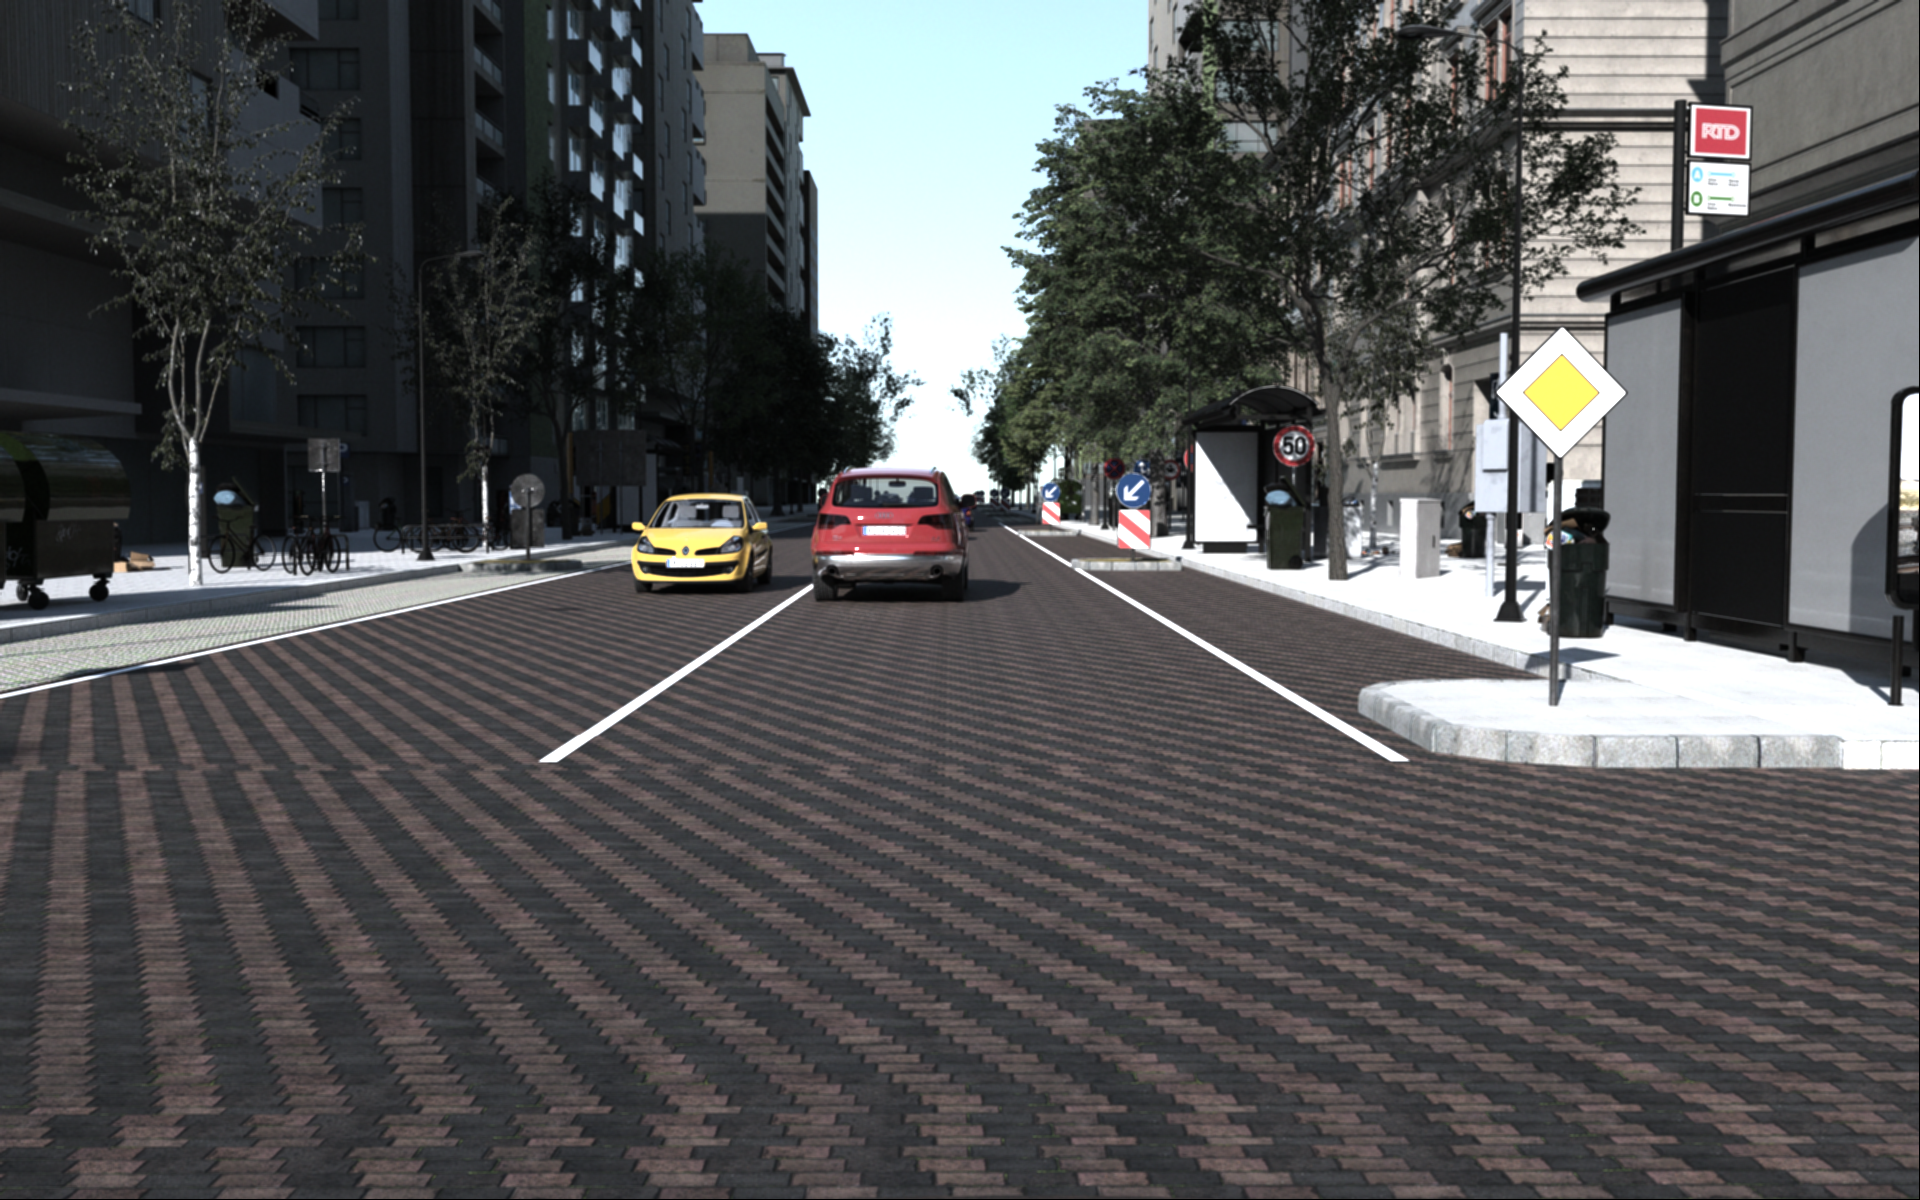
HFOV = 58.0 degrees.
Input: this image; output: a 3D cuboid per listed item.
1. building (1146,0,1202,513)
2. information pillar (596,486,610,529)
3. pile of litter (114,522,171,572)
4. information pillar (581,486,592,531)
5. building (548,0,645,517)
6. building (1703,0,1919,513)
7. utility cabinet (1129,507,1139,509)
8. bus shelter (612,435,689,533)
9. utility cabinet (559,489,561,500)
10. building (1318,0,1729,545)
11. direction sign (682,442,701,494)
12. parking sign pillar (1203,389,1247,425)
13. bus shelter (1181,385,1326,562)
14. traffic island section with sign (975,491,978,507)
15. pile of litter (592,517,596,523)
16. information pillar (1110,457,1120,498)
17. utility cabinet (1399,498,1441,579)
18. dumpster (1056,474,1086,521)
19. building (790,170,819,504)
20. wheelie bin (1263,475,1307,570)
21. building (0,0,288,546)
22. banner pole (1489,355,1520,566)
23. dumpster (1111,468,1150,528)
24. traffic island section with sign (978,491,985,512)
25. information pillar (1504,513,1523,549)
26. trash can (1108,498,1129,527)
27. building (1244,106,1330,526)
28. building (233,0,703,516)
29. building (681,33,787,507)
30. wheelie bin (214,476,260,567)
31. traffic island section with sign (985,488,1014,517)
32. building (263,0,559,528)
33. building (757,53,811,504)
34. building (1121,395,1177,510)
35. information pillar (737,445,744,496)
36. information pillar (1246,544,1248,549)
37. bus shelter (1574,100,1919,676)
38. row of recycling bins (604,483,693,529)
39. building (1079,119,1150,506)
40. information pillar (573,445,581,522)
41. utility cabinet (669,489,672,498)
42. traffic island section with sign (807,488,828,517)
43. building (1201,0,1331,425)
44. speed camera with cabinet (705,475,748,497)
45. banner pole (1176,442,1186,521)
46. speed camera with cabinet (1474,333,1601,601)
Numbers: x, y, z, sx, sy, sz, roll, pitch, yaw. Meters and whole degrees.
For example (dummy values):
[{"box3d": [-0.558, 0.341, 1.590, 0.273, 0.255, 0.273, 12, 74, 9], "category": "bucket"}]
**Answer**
[{"box3d": [27.255, -32.150, 114.886, 28.713, 52.752, 27.495, 0, 4, 0], "category": "building"}, {"box3d": [-12.991, -4.379, 62.952, 0.504, 3.616, 0.183, -2, 4, -26], "category": "information pillar"}, {"box3d": [-13.989, -0.909, 28.829, 1.719, 0.858, 1.176, -3, 5, -43], "category": "pile of litter"}, {"box3d": [-13.011, -3.413, 60.290, 0.304, 2.012, 0.304, -2, 4, -28], "category": "information pillar"}, {"box3d": [-30.996, -29.414, 100.521, 23.786, 49.044, 30.456, 0, 4, 0], "category": "building"}, {"box3d": [28.741, -11.754, 25.469, 30.059, 22.955, 16.112, 0, 4, 0], "category": "building"}, {"box3d": [6.152, -2.862, 57.962, 1.020, 1.237, 0.306, -2, 4, -28], "category": "utility cabinet"}, {"box3d": [-10.808, -4.042, 60.006, 2.014, 3.302, 5.546, 0, 4, 0], "category": "bus shelter"}, {"box3d": [-19.292, -4.559, 83.215, 1.173, 1.500, 0.318, 0, 4, 3], "category": "utility cabinet"}, {"box3d": [20.067, -16.307, 54.012, 14.401, 28.519, 23.554, 0, 4, 0], "category": "building"}, {"box3d": [-11.644, -5.103, 75.438, 0.876, 3.537, 0.379, -1, 4, -9], "category": "direction sign"}, {"box3d": [6.878, -3.476, 45.298, 1.447, 3.967, 1.447, -3, 5, -40], "category": "parking sign pillar"}, {"box3d": [5.815, -2.507, 34.913, 2.014, 3.302, 5.546, 0, 4, 0], "category": "bus shelter"}, {"box3d": [2.298, -11.239, 192.386, 1.989, 1.847, 2.006, 0, 4, 0], "category": "traffic island section with sign"}, {"box3d": [-15.713, -3.783, 75.825, 1.719, 0.858, 1.176, 1, 4, 22], "category": "pile of litter"}, {"box3d": [6.797, -5.179, 76.037, 0.504, 3.616, 0.183, 1, 4, 11], "category": "information pillar"}, {"box3d": [7.081, -0.945, 26.616, 0.306, 1.237, 1.020, 2, 4, 35], "category": "utility cabinet"}, {"box3d": [5.291, -4.979, 83.900, 1.502, 2.255, 1.985, 0, 4, 0], "category": "dumpster"}, {"box3d": [-26.487, -35.671, 233.324, 14.600, 45.320, 14.200, 0, 4, 0], "category": "building"}, {"box3d": [5.525, -1.324, 29.563, 0.693, 1.594, 0.980, 0, 4, 3], "category": "wheelie bin"}, {"box3d": [-31.173, -27.363, 36.625, 28.713, 52.752, 27.495, 0, 4, 0], "category": "building"}, {"box3d": [9.803, -2.524, 31.289, 0.401, 3.779, 0.863, -1, 4, -20], "category": "banner pole"}, {"box3d": [6.501, -3.816, 64.884, 1.502, 2.255, 1.985, 0, 4, 0], "category": "dumpster"}, {"box3d": [2.598, -7.858, 137.109, 1.989, 1.847, 2.006, 0, 4, 0], "category": "traffic island section with sign"}, {"box3d": [12.961, -2.202, 40.500, 0.304, 2.012, 0.304, -1, 4, -17], "category": "information pillar"}, {"box3d": [6.073, -3.401, 67.256, 0.748, 1.137, 0.748, 0, 3, 0], "category": "trash can"}, {"box3d": [18.803, -12.908, 75.673, 10.561, 19.102, 19.286, 0, 4, 0], "category": "building"}, {"box3d": [-34.066, -33.066, 129.860, 28.713, 52.752, 27.495, 0, 4, 0], "category": "building"}, {"box3d": [-30.473, -34.458, 187.091, 21.300, 48.544, 21.600, 0, 4, 0], "category": "building"}, {"box3d": [-12.741, -1.383, 30.525, 0.693, 1.594, 0.980, -1, 4, -16], "category": "wheelie bin"}, {"box3d": [2.744, -6.205, 110.071, 1.989, 1.847, 2.006, 0, 4, 0], "category": "traffic island section with sign"}, {"box3d": [-25.034, -23.624, 69.853, 14.154, 41.232, 14.086, 0, 4, 0], "category": "building"}, {"box3d": [-33.389, -38.105, 212.250, 28.713, 52.752, 27.495, 0, 4, 0], "category": "building"}, {"box3d": [29.538, -27.499, 141.483, 32.217, 40.220, 23.993, 0, 4, 0], "category": "building"}, {"box3d": [-10.552, -5.618, 83.217, 0.183, 3.616, 0.504, -3, 4, -37], "category": "information pillar"}, {"box3d": [6.563, -2.203, 40.519, 0.304, 2.012, 0.304, 1, 4, 20], "category": "information pillar"}, {"box3d": [7.118, -2.310, 15.404, 2.179, 5.291, 8.768, 0, 4, 0], "category": "bus shelter"}, {"box3d": [-11.704, -3.512, 64.528, 3.534, 1.692, 1.069, 0, 4, 0], "category": "row of recycling bins"}, {"box3d": [20.125, -31.104, 192.152, 14.154, 41.232, 14.086, 0, 4, 0], "category": "building"}, {"box3d": [-17.424, -5.319, 78.317, 0.504, 3.616, 0.183, -1, 4, -13], "category": "information pillar"}, {"box3d": [-12.875, -4.356, 79.898, 1.173, 1.500, 0.318, 2, 4, 30], "category": "utility cabinet"}, {"box3d": [-8.679, -6.212, 110.200, 1.989, 1.847, 2.006, 0, 4, 0], "category": "traffic island section with sign"}, {"box3d": [19.974, -25.129, 94.447, 14.154, 41.232, 14.086, 0, 4, 0], "category": "building"}, {"box3d": [-11.387, -5.511, 84.442, 2.038, 3.252, 0.660, 0, 4, 4], "category": "speed camera with cabinet"}, {"box3d": [10.580, -5.685, 82.960, 0.401, 3.779, 0.863, -2, 4, -28], "category": "banner pole"}, {"box3d": [7.229, -1.625, 20.904, 0.660, 3.252, 2.038, -2, 4, -35], "category": "speed camera with cabinet"}]
